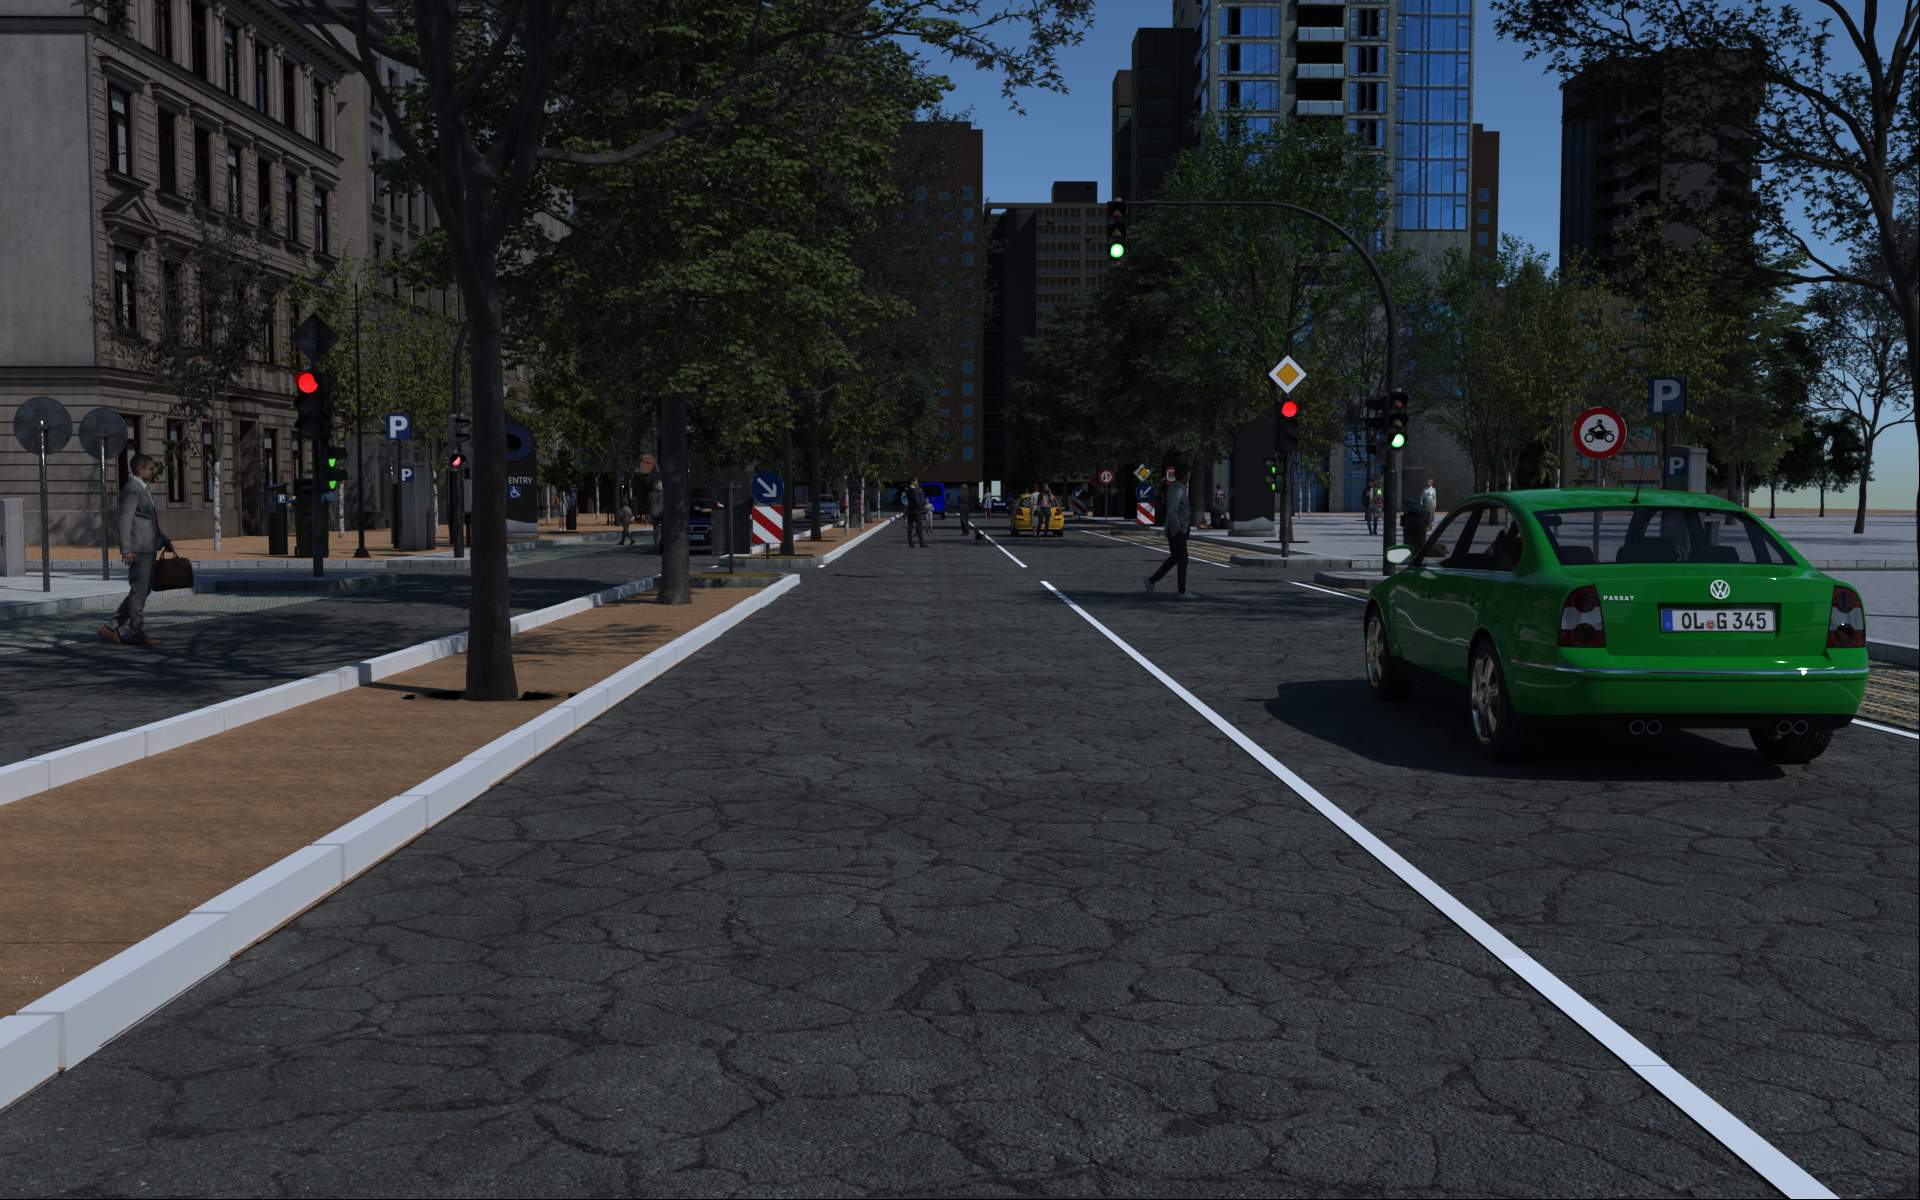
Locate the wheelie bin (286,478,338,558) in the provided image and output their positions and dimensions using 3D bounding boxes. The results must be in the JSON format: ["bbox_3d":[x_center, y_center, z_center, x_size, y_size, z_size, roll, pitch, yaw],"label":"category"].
[{"bbox_3d":[-13.017,-1.649,34.866,0.980,1.594,0.693,-2,4,-26],"label":"wheelie bin"}]

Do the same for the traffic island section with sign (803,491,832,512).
[{"bbox_3d":[-11.353,-7.849,136.952,1.989,1.847,2.006,0,4,-1],"label":"traffic island section with sign"}]

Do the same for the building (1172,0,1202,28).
[{"bbox_3d":[37.213,-47.241,210.645,20.611,71.187,20.563,0,4,-1],"label":"building"}]

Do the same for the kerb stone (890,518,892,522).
[{"bbox_3d":[-3.517,-3.794,84.254,0.120,0.150,1.000,0,4,-1],"label":"kerb stone"}]

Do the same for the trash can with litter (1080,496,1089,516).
[{"bbox_3d":[7.289,-5.478,100.953,0.624,1.170,1.055,0,4,-5],"label":"trash can with litter"}]

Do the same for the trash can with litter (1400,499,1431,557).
[{"bbox_3d":[9.562,-1.477,35.529,0.624,1.170,1.055,-3,5,-39],"label":"trash can with litter"}]

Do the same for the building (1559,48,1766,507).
[{"bbox_3d":[69.036,-31.926,172.106,14.200,45.320,14.600,0,4,-1],"label":"building"}]

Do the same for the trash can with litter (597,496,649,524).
[{"bbox_3d":[-14.408,-3.860,74.173,2.233,1.210,1.678,0,4,-6],"label":"trash can with litter"}]

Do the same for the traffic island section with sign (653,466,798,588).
[{"bbox_3d":[-3.685,-1.170,27.265,2.006,1.907,1.989,0,4,-1],"label":"traffic island section with sign"}]

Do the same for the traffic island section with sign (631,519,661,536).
[{"bbox_3d":[-10.172,-3.113,59.524,1.989,1.847,2.006,0,4,-1],"label":"traffic island section with sign"}]

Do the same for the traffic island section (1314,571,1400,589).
[{"bbox_3d":[6.744,-0.300,27.185,2.009,0.180,2.903,0,4,-1],"label":"traffic island section"}]

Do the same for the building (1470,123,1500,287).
[{"bbox_3d":[55.407,-34.182,208.990,14.200,45.320,14.600,0,4,-1],"label":"building"}]

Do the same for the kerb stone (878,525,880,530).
[{"bbox_3d":[-3.251,-2.730,66.834,0.120,0.150,1.000,0,4,-1],"label":"kerb stone"}]

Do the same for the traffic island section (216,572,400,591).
[{"bbox_3d":[-9.995,-0.285,26.934,2.009,0.180,2.903,0,4,-1],"label":"traffic island section"}]

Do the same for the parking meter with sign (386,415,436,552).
[{"bbox_3d":[-12.266,-2.604,38.842,0.543,3.016,1.738,0,4,2],"label":"parking meter with sign"}]

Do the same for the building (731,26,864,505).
[{"bbox_3d":[-25.841,-40.958,211.666,28.212,58.520,21.231,0,4,-1],"label":"building"}]

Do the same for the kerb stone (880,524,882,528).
[{"bbox_3d":[-3.274,-2.855,68.882,0.120,0.150,1.000,0,4,-1],"label":"kerb stone"}]

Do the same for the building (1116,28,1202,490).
[{"bbox_3d":[22.170,-28.898,156.074,14.154,41.232,14.086,0,4,-1],"label":"building"}]

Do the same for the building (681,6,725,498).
[{"bbox_3d":[-36.028,-35.057,162.423,27.495,52.752,28.713,0,4,-1],"label":"building"}]

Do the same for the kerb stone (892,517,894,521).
[{"bbox_3d":[-3.578,-4.047,88.356,0.120,0.150,1.000,0,4,-1],"label":"kerb stone"}]

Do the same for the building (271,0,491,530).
[{"bbox_3d":[-25.960,-13.559,70.840,9.793,20.994,18.267,0,4,-1],"label":"building"}]

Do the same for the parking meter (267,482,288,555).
[{"bbox_3d":[-14.348,-1.713,36.421,0.372,1.533,0.369,0,3,0],"label":"parking meter"}]

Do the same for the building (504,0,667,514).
[{"bbox_3d":[-32.289,-28.713,124.086,22.147,44.769,28.867,0,4,-1],"label":"building"}]

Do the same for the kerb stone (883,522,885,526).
[{"bbox_3d":[-3.338,-3.103,72.976,0.120,0.150,1.000,0,4,-1],"label":"kerb stone"}]

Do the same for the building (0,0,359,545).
[{"bbox_3d":[-26.230,-11.450,51.835,10.561,19.102,19.286,0,4,-1],"label":"building"}]

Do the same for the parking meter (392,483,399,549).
[{"bbox_3d":[-13.120,-1.973,40.663,0.372,1.533,0.369,0,3,0],"label":"parking meter"}]

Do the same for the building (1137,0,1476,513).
[{"bbox_3d":[26.332,-50.118,132.102,22.319,86.520,31.000,0,4,-1],"label":"building"}]

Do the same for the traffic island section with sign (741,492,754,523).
[{"bbox_3d":[-10.588,-4.761,86.476,1.989,1.847,2.006,0,4,-1],"label":"traffic island section with sign"}]

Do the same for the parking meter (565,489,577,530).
[{"bbox_3d":[-13.903,-3.271,61.884,0.372,1.533,0.369,0,3,0],"label":"parking meter"}]

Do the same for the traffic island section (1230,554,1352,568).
[{"bbox_3d":[6.622,-0.788,35.170,2.009,0.180,2.903,0,4,-1],"label":"traffic island section"}]

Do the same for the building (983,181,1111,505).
[{"bbox_3d":[14.380,-32.172,217.889,23.993,40.220,32.217,0,4,-1],"label":"building"}]

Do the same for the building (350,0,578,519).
[{"bbox_3d":[-28.190,-18.583,89.729,13.634,28.700,20.117,0,4,-1],"label":"building"}]

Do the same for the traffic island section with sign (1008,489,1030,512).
[{"bbox_3d":[5.071,-7.846,136.912,1.989,1.847,2.006,0,4,-1],"label":"traffic island section with sign"}]

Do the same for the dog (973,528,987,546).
[{"bbox_3d":[0.554,-1.727,47.521,0.540,0.507,0.406,1,4,23],"label":"dog"}]

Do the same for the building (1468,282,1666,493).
[{"bbox_3d":[47.193,-19.604,165.556,28.899,21.520,27.650,0,4,-1],"label":"building"}]

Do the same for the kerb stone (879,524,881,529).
[{"bbox_3d":[-3.256,-2.785,67.859,0.120,0.150,1.000,0,4,-1],"label":"kerb stone"}]

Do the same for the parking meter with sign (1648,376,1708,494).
[{"bbox_3d":[11.114,-1.849,26.491,0.543,3.016,1.738,3,5,44],"label":"parking meter with sign"}]

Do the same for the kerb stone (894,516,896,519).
[{"bbox_3d":[-3.641,-4.298,92.463,0.120,0.150,1.000,0,4,-1],"label":"kerb stone"}]

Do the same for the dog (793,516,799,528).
[{"bbox_3d":[-7.033,-3.228,72.070,0.406,0.507,0.540,3,5,39],"label":"dog"}]

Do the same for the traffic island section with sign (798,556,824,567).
[{"bbox_3d":[-3.789,-1.623,34.671,2.006,1.907,1.989,0,4,-1],"label":"traffic island section with sign"}]

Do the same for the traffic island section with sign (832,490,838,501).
[{"bbox_3d":[-11.773,-9.497,163.904,1.989,1.847,2.006,0,4,-1],"label":"traffic island section with sign"}]

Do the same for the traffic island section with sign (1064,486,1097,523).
[{"bbox_3d":[5.834,-4.798,87.079,1.989,1.847,2.006,0,4,-1],"label":"traffic island section with sign"}]

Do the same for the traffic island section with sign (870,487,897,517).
[{"bbox_3d":[-4.951,-6.218,109.801,2.006,1.907,1.989,0,4,-1],"label":"traffic island section with sign"}]

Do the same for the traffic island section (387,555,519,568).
[{"bbox_3d":[-10.118,-0.773,34.918,2.009,0.180,2.903,0,4,-1],"label":"traffic island section"}]

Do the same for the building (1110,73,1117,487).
[{"bbox_3d":[21.749,-29.797,170.770,14.154,41.232,14.086,0,4,-1],"label":"building"}]

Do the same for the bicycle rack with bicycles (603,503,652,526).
[{"bbox_3d":[-13.458,-3.521,70.953,2.852,0.926,2.925,0,4,-6],"label":"bicycle rack with bicycles"}]

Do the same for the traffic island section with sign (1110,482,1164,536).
[{"bbox_3d":[6.243,-3.150,60.127,1.989,1.847,2.006,0,4,-1],"label":"traffic island section with sign"}]

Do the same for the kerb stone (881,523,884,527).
[{"bbox_3d":[-3.307,-2.977,70.927,0.120,0.150,1.000,0,4,-1],"label":"kerb stone"}]

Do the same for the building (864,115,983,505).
[{"bbox_3d":[-4.568,-34.116,207.904,14.200,45.320,14.600,0,4,-1],"label":"building"}]
